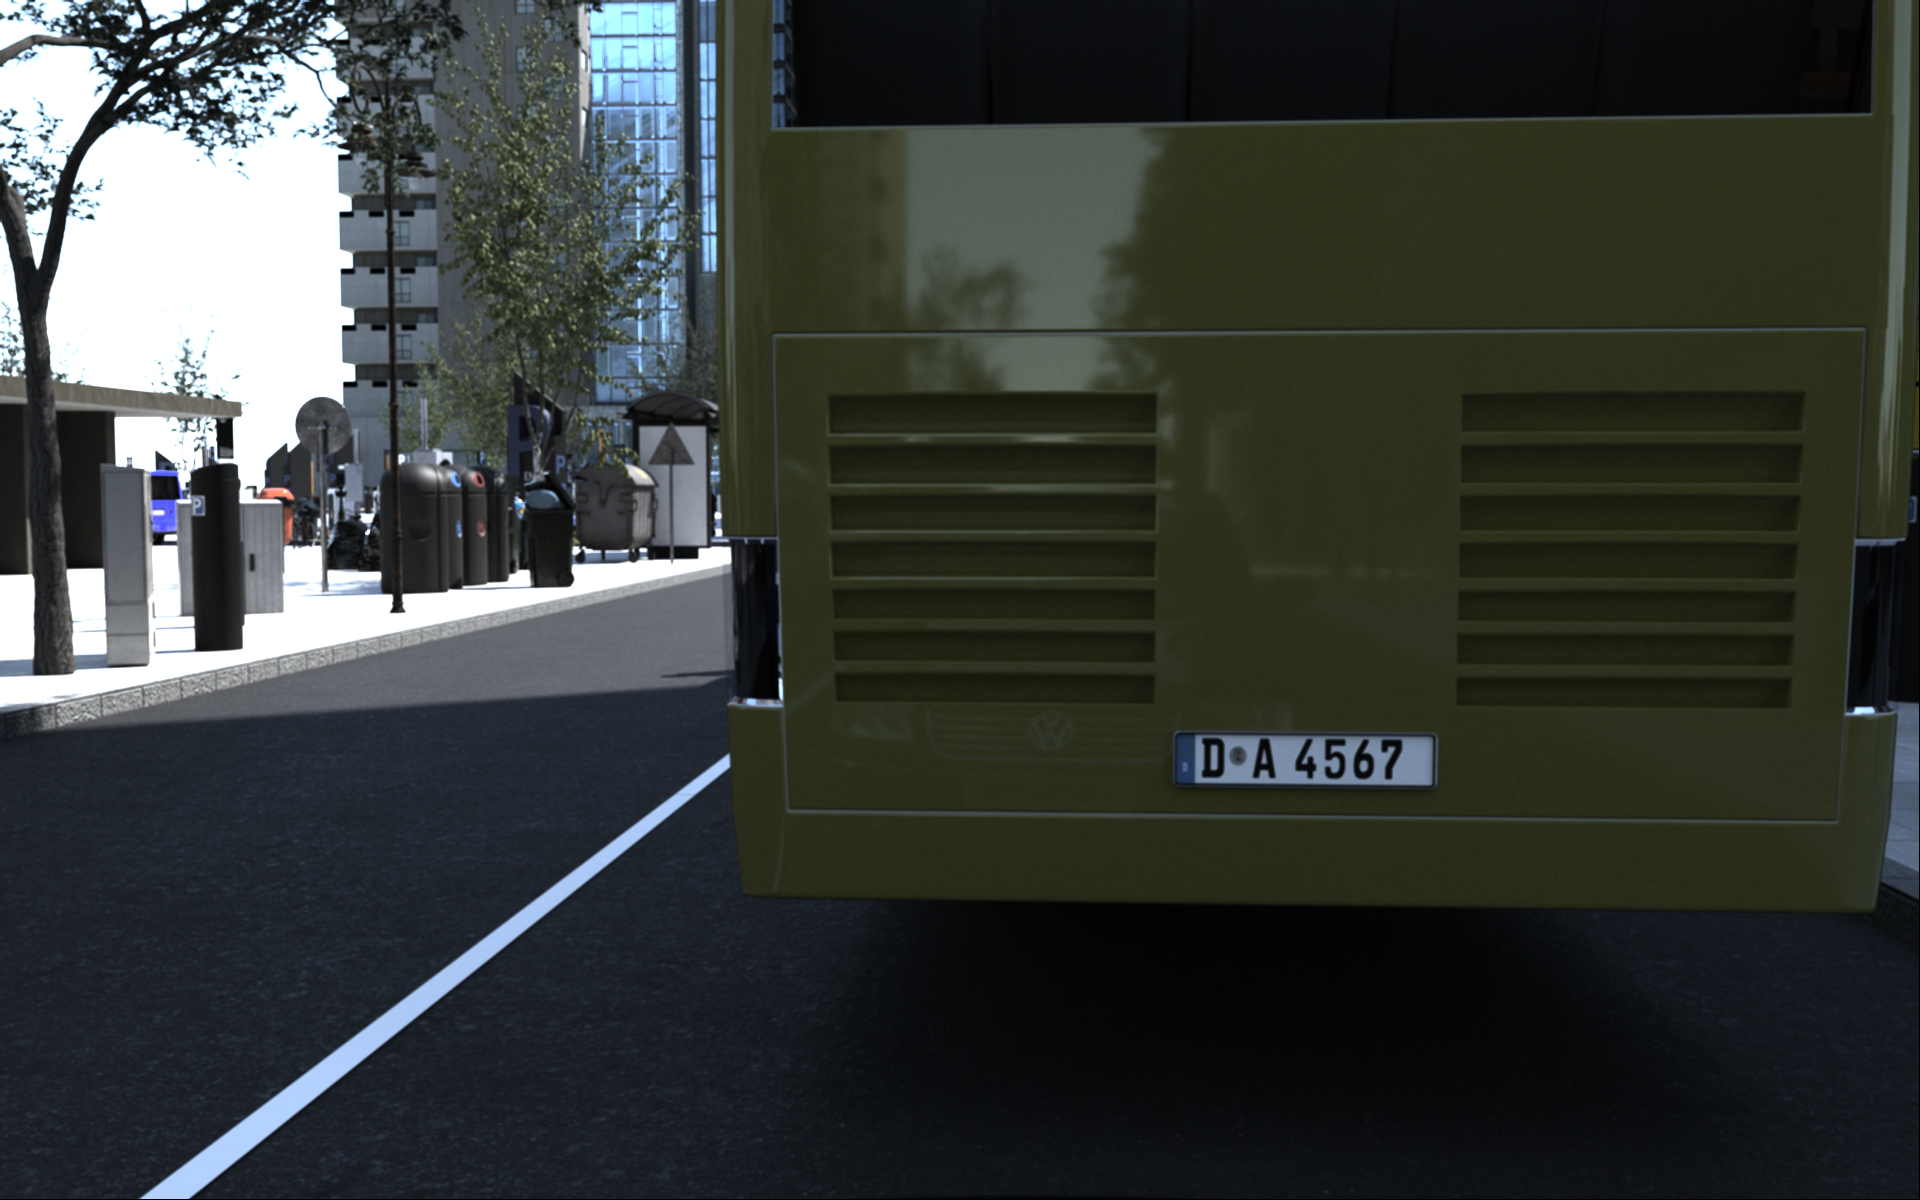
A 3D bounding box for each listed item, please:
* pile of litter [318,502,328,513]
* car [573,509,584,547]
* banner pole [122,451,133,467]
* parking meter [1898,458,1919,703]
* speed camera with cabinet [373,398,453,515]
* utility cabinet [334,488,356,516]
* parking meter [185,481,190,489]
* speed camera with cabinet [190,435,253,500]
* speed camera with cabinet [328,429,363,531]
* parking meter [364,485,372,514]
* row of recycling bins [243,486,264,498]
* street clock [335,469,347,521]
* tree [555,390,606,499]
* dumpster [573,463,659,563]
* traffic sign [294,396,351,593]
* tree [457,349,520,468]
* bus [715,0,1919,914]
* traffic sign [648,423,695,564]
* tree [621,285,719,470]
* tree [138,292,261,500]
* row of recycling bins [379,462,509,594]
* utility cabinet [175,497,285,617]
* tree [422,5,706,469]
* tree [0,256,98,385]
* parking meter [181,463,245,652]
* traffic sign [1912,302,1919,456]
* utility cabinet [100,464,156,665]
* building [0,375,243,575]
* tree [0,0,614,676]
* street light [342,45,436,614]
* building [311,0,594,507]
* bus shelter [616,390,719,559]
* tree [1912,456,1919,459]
[{"bbox_3d":[-42.596,-6.199,115.320,1.176,0.858,1.719,3,5,40],"label":"pile of litter"},{"bbox_3d":[-10.544,-2.086,43.705,3.694,1.707,1.945,0,4,2],"label":"car"},{"bbox_3d":[-48.899,-6.834,101.745,0.401,3.779,0.863,2,4,31],"label":"banner pole"},{"bbox_3d":[5.940,-0.143,10.746,0.372,1.533,0.369,0,3,0],"label":"parking meter"},{"bbox_3d":[-11.030,-2.494,35.121,0.660,3.252,2.038,1,4,13],"label":"speed camera with cabinet"},{"bbox_3d":[-23.881,-3.592,67.415,0.318,1.500,1.173,1,4,13],"label":"utility cabinet"},{"bbox_3d":[-35.048,-4.474,78.863,0.255,1.863,0.399,3,5,44],"label":"parking meter"},{"bbox_3d":[-25.196,-3.961,59.104,0.660,3.252,2.038,2,4,31],"label":"speed camera with cabinet"},{"bbox_3d":[-18.837,-3.588,53.005,0.660,3.252,2.038,-2,4,-33],"label":"speed camera with cabinet"},{"bbox_3d":[-37.282,-6.323,109.095,0.399,1.863,0.255,2,4,32],"label":"parking meter"},{"bbox_3d":[-38.693,-5.264,93.176,3.534,1.692,1.069,-1,4,-15],"label":"row of recycling bins"},{"bbox_3d":[-17.938,-2.791,50.210,0.358,2.002,0.471,-1,4,-18],"label":"street clock"},{"bbox_3d":[-26.137,-10.216,117.393,4.360,8.622,3.978,0,3,0],"label":"tree"},{"bbox_3d":[-6.521,-1.653,32.778,1.264,1.857,1.865,0,4,4],"label":"dumpster"},{"bbox_3d":[-8.277,-1.369,22.497,0.768,2.556,0.104,0,4,6],"label":"traffic sign"},{"bbox_3d":[-23.198,-8.326,86.497,4.360,8.622,3.978,0,3,0],"label":"tree"},{"bbox_3d":[1.099,-1.108,9.670,2.896,3.916,12.252,0,4,4],"label":"bus"},{"bbox_3d":[-5.258,-1.929,31.546,0.884,2.594,0.081,1,4,11],"label":"traffic sign"},{"bbox_3d":[-9.291,-6.733,60.448,4.360,8.622,3.978,0,3,0],"label":"tree"},{"bbox_3d":[-28.273,-6.943,63.885,4.360,8.622,3.978,0,3,0],"label":"tree"},{"bbox_3d":[-7.102,-1.025,23.878,1.069,1.692,3.534,0,4,2],"label":"row of recycling bins"},{"bbox_3d":[-7.757,-0.444,18.423,1.020,1.237,0.306,-2,4,-31],"label":"utility cabinet"},{"bbox_3d":[-6.350,-4.661,26.563,4.737,8.622,4.395,0,3,0],"label":"tree"},{"bbox_3d":[-28.576,-6.250,52.543,4.360,8.622,3.978,0,3,0],"label":"tree"},{"bbox_3d":[-6.110,-0.356,14.239,0.372,1.533,0.369,0,3,0],"label":"parking meter"},{"bbox_3d":[6.081,-1.078,11.495,2.265,3.308,0.079,0,4,5],"label":"traffic sign"},{"bbox_3d":[-6.367,-0.283,13.305,0.318,1.500,1.173,-1,4,-23],"label":"utility cabinet"},{"bbox_3d":[-28.456,-22.428,21.330,28.867,44.769,22.147,0,4,4],"label":"building"},{"bbox_3d":[-6.474,-4.769,12.382,8.767,10.594,7.601,0,4,-7],"label":"tree"},{"bbox_3d":[-6.060,-2.795,18.492,0.468,5.910,1.993,0,4,4],"label":"street light"},{"bbox_3d":[-48.057,-36.060,178.819,27.495,52.752,28.713,0,4,4],"label":"building"},{"bbox_3d":[-5.542,-2.613,36.653,2.014,3.302,5.546,0,4,4],"label":"bus shelter"},{"bbox_3d":[15.902,-2.743,28.562,4.285,4.588,4.351,0,3,0],"label":"tree"}]
